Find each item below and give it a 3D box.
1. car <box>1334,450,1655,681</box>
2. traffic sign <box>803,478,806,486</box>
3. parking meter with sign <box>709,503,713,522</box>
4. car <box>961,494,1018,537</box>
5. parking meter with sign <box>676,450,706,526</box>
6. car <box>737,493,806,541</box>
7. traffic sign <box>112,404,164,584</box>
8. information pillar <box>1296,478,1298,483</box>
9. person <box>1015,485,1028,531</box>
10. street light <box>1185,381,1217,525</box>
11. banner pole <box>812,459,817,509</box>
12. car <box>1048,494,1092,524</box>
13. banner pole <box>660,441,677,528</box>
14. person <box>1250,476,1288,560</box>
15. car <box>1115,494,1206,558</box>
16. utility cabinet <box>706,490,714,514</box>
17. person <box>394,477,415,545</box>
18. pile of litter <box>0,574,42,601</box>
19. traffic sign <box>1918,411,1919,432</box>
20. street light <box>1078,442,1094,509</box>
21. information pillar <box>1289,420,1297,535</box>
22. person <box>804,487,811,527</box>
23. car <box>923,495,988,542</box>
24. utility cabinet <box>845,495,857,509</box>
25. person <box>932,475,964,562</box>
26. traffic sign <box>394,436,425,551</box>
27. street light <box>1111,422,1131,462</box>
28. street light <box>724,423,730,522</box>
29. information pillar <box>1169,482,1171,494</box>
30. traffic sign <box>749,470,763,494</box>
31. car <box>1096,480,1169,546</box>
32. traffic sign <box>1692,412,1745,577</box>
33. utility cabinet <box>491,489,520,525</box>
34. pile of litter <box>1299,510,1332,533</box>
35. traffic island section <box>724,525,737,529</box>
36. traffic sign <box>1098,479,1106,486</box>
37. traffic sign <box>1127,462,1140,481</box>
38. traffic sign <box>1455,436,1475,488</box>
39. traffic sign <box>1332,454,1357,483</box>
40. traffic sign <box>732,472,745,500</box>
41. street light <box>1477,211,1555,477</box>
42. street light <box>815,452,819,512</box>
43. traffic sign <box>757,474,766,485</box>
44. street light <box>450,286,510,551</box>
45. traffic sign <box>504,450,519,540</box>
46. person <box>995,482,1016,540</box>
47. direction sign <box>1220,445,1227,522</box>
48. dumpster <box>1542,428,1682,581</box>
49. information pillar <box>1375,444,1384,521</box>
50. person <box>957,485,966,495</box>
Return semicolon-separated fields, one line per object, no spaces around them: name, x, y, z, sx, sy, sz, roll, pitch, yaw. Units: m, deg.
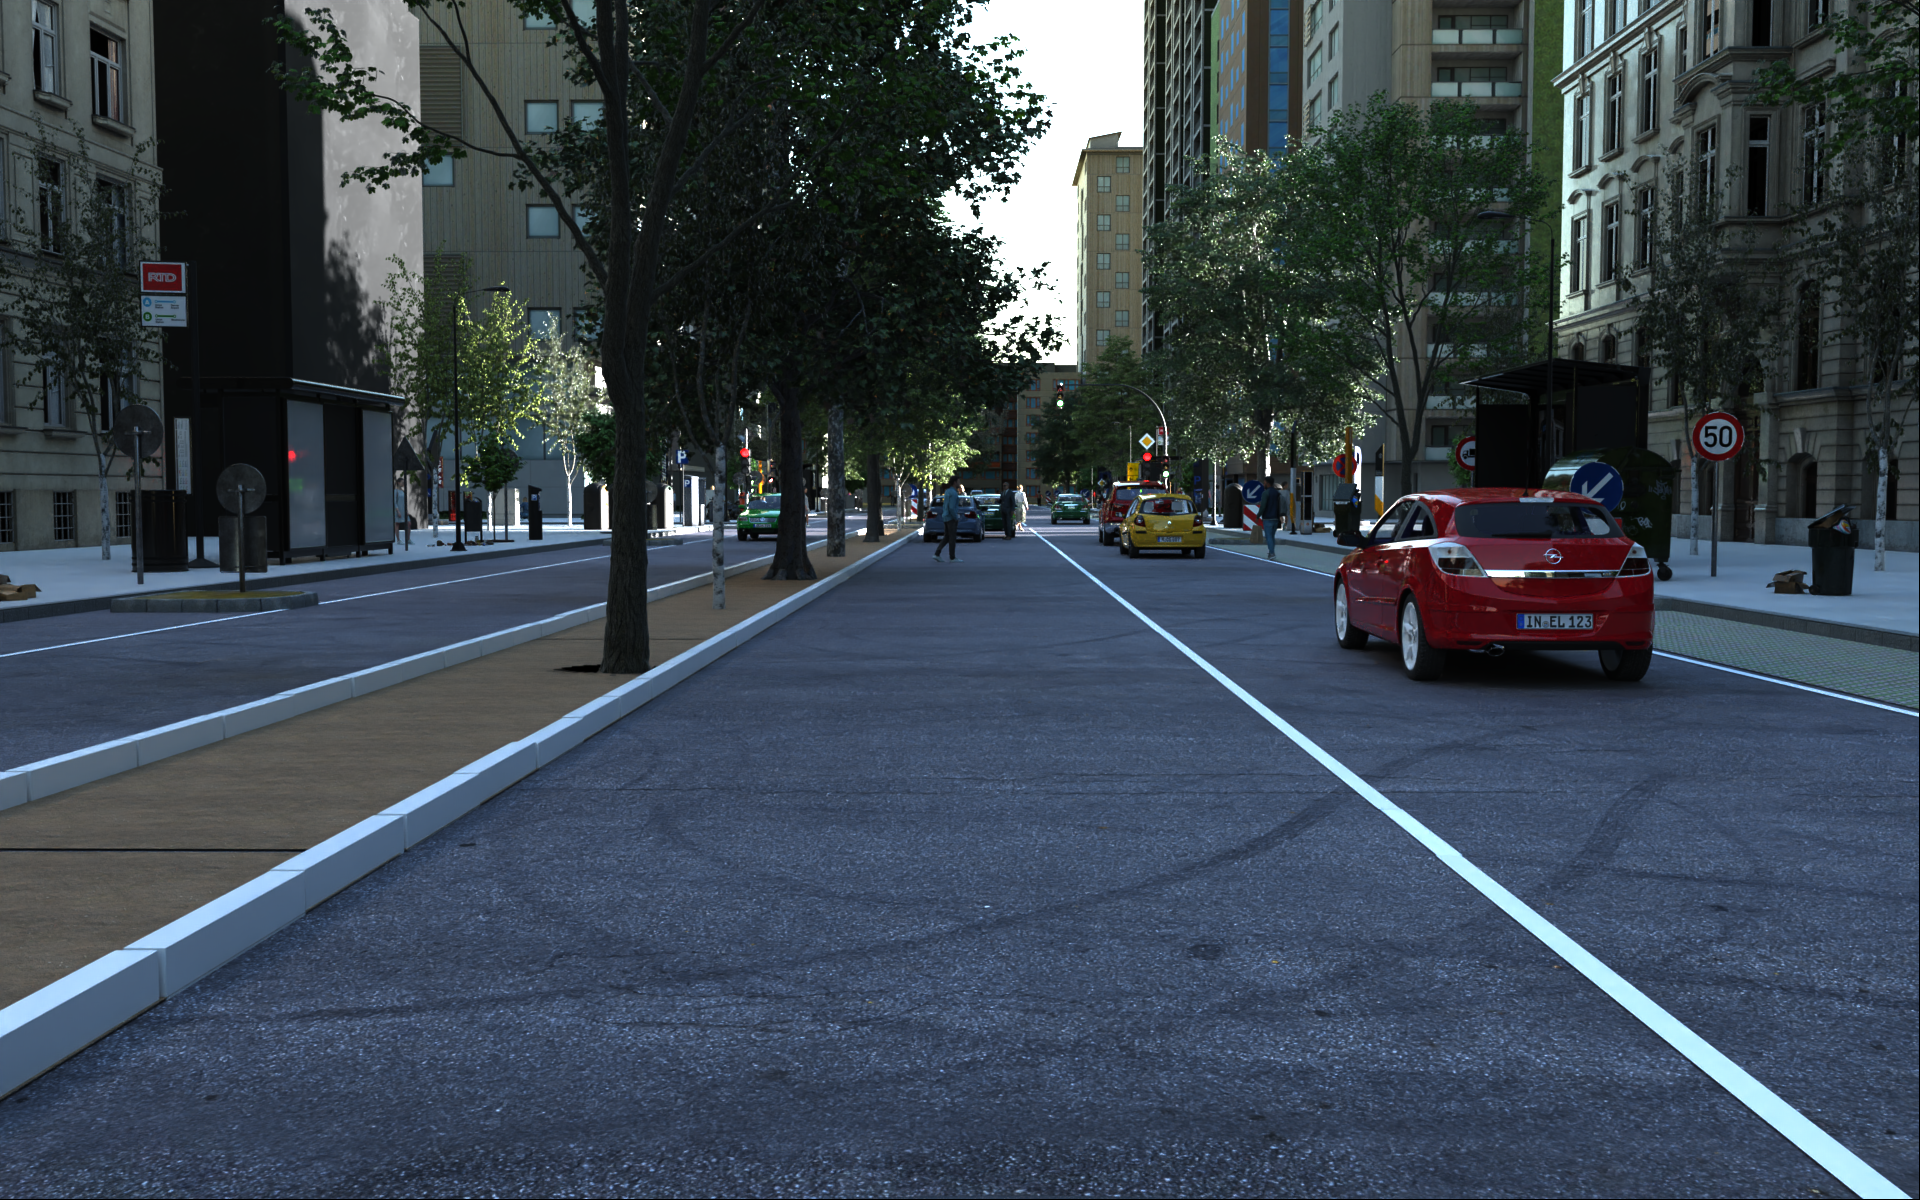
car;4.386;-0.350;14.762;2.155;1.783;4.494;0;4;2
traffic sign;-11.773;-7.831;128.138;0.768;2.556;0.104;0;4;2
parking meter with sign;-11.994;-5.084;79.383;1.738;3.016;0.543;0;4;-1
car;0.916;-2.861;58.575;2.131;1.459;4.920;0;4;0
parking meter with sign;-10.742;-4.461;69.202;0.543;3.016;1.738;1;4;14
car;-5.927;-2.807;54.688;1.959;1.807;4.718;0;4;1
traffic sign;-11.657;-1.496;24.560;0.768;2.556;0.104;0;4;7
information pillar;15.317;-4.566;79.141;0.304;2.012;0.304;-2;4;-31
person;2.304;-3.568;67.061;0.641;1.798;0.478;-3;5;-45
street light;9.905;-6.028;71.094;1.470;5.913;1.316;0;4;1
banner pole;-10.353;-8.189;123.907;0.401;3.779;0.863;-2;4;-33
car;5.292;-4.361;83.096;2.131;1.459;4.920;0;4;2
banner pole;-11.062;-4.611;65.399;0.863;3.779;0.401;3;4;38
person;6.664;-1.772;37.465;0.794;1.824;0.713;-1;4;-15
car;4.634;-1.822;40.006;2.015;1.641;3.980;0;4;1
utility cabinet;-12.749;-4.912;88.982;1.173;1.500;0.318;0;4;-5
person;-14.188;-2.256;43.927;0.522;1.701;0.512;1;4;18
pile of litter;-11.954;-0.448;21.283;1.176;0.858;1.719;-1;4;-18
traffic sign;11.893;-1.269;20.851;0.768;2.556;0.104;1;4;8
street light;11.148;-11.074;153.602;1.470;5.913;1.316;0;4;1
information pillar;10.575;-3.888;54.918;0.183;3.616;0.504;1;4;22
person;-6.813;-4.064;75.690;0.466;1.731;0.760;2;4;34
car;-0.160;-2.501;52.900;2.014;1.417;4.499;0;4;3
utility cabinet;-9.517;-8.538;150.752;1.020;1.237;0.306;1;4;13
person;-0.255;-1.707;36.427;0.620;1.820;0.660;-1;4;-22
traffic sign;-12.500;-2.388;39.052;0.884;2.594;0.081;0;4;5
street light;10.427;-8.505;111.596;1.470;5.913;1.316;0;4;1
street light;-10.224;-6.549;79.612;1.470;5.913;1.316;0;4;1
information pillar;12.615;-6.168;105.339;0.304;2.012;0.304;-1;4;-14
traffic sign;-10.997;-5.694;93.206;0.768;2.556;0.104;0;4;5
car;5.046;-2.501;49.559;2.281;1.827;5.304;0;4;2
traffic sign;11.727;-1.637;26.871;0.768;2.556;0.104;1;4;10
utility cabinet;-18.387;-3.752;70.028;1.173;1.500;0.318;1;4;19
pile of litter;11.894;-2.688;57.911;1.176;0.858;1.719;2;4;31
traffic island section;-8.876;-3.032;71.850;2.009;0.180;2.903;0;4;1
traffic sign;11.920;-8.897;145.205;0.795;2.593;0.064;1;4;10
traffic sign;11.729;-7.109;110.108;2.265;3.308;0.079;0;4;4
traffic sign;11.239;-2.319;38.017;0.768;2.556;0.104;0;4;8
traffic sign;12.161;-3.345;54.791;0.768;2.556;0.104;1;4;10
traffic sign;-12.763;-6.110;100.010;0.768;2.556;0.104;0;4;5
street light;9.199;-3.430;28.627;1.470;5.913;1.316;0;4;1
street light;-9.547;-9.160;122.312;1.470;5.913;1.316;0;4;1
traffic sign;-12.224;-6.453;105.612;0.768;2.556;0.104;0;4;3
street light;-10.758;-4.055;38.839;1.470;5.913;1.316;0;4;1
traffic sign;-12.652;-2.944;48.247;0.768;2.556;0.104;0;4;7
person;1.413;-2.797;54.408;0.661;1.801;0.590;3;5;40
direction sign;12.061;-5.323;79.029;0.379;3.537;0.876;1;4;22
dumpster;9.888;-1.458;26.335;1.502;2.255;1.985;0;4;1
information pillar;19.627;-5.483;81.001;0.183;3.616;0.504;-2;4;-31
person;0.099;-3.565;66.963;0.709;1.800;0.728;3;4;38
